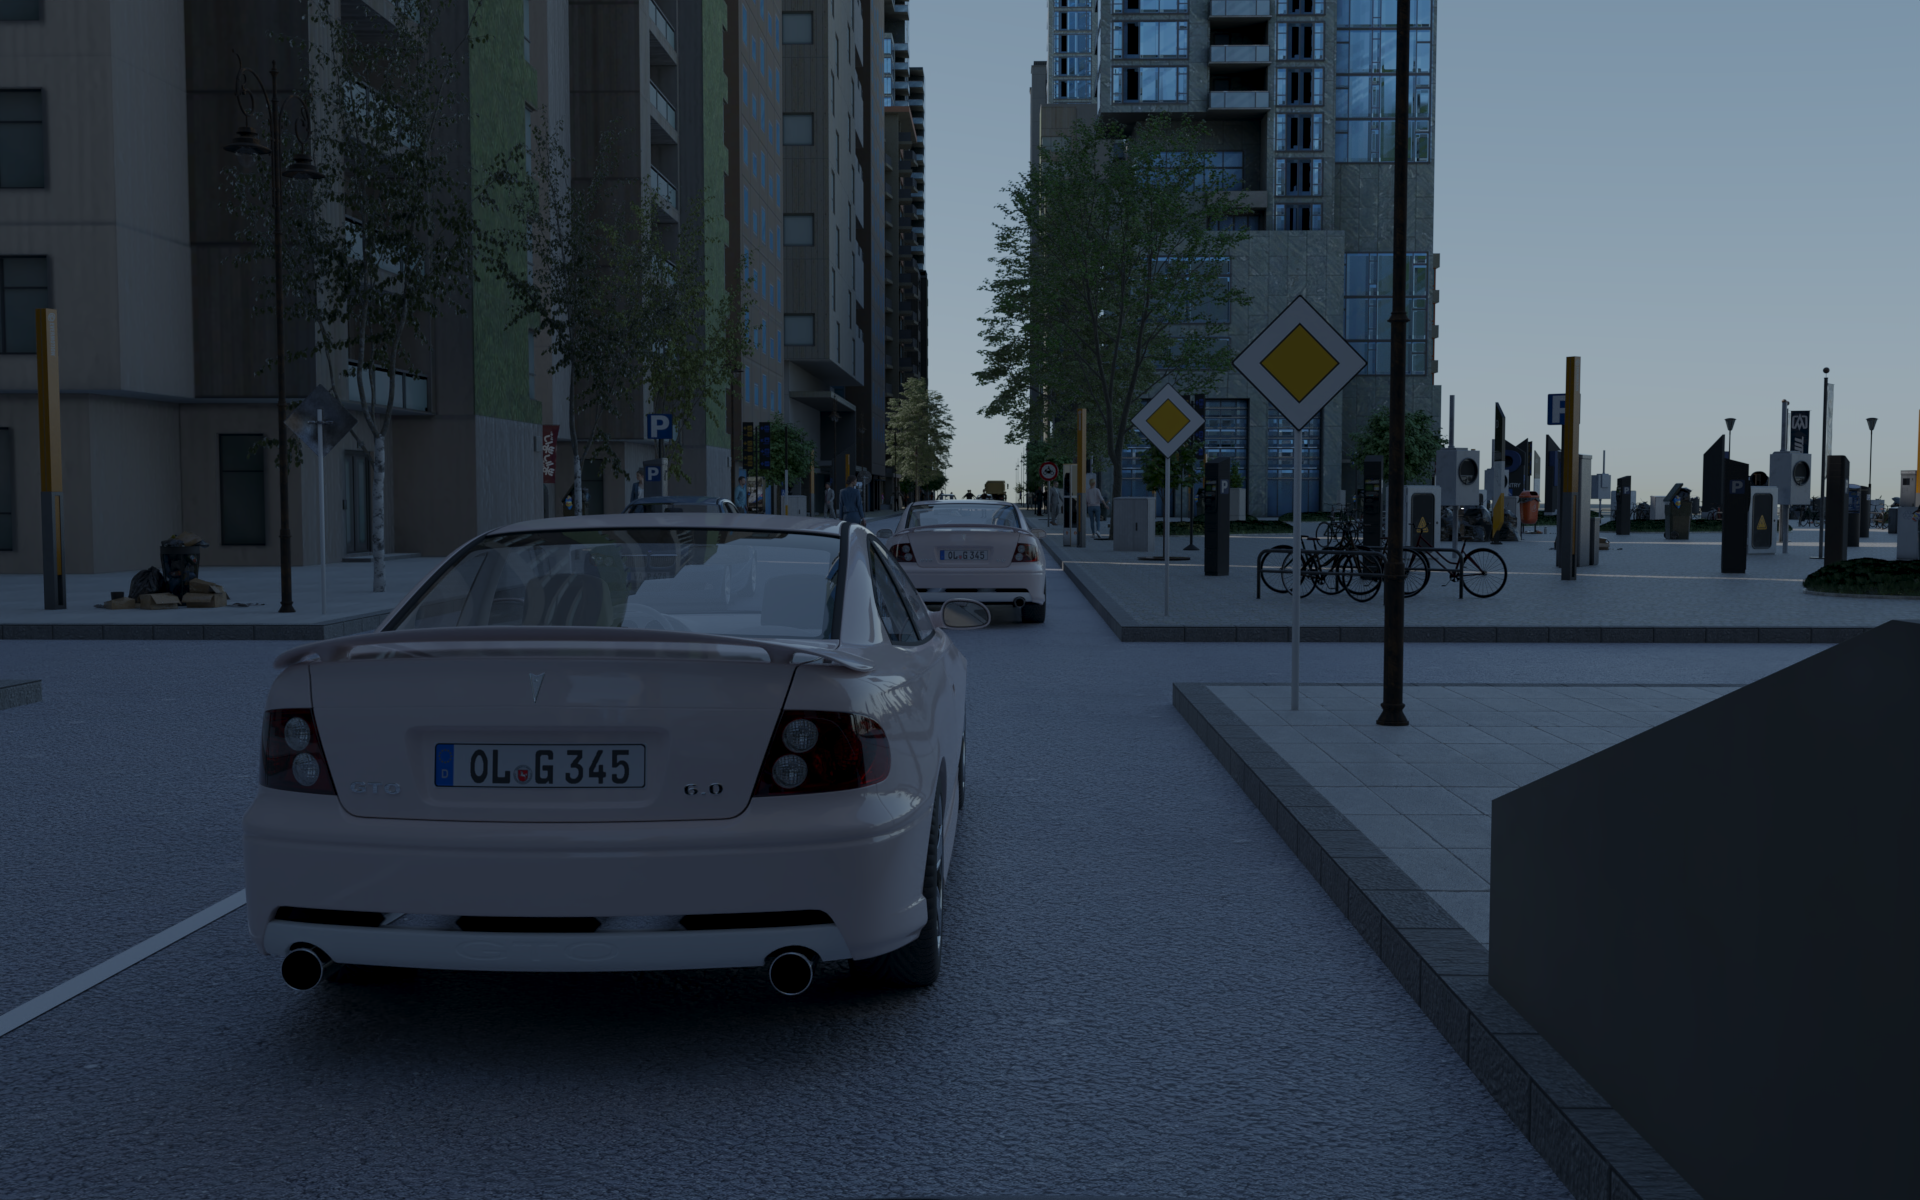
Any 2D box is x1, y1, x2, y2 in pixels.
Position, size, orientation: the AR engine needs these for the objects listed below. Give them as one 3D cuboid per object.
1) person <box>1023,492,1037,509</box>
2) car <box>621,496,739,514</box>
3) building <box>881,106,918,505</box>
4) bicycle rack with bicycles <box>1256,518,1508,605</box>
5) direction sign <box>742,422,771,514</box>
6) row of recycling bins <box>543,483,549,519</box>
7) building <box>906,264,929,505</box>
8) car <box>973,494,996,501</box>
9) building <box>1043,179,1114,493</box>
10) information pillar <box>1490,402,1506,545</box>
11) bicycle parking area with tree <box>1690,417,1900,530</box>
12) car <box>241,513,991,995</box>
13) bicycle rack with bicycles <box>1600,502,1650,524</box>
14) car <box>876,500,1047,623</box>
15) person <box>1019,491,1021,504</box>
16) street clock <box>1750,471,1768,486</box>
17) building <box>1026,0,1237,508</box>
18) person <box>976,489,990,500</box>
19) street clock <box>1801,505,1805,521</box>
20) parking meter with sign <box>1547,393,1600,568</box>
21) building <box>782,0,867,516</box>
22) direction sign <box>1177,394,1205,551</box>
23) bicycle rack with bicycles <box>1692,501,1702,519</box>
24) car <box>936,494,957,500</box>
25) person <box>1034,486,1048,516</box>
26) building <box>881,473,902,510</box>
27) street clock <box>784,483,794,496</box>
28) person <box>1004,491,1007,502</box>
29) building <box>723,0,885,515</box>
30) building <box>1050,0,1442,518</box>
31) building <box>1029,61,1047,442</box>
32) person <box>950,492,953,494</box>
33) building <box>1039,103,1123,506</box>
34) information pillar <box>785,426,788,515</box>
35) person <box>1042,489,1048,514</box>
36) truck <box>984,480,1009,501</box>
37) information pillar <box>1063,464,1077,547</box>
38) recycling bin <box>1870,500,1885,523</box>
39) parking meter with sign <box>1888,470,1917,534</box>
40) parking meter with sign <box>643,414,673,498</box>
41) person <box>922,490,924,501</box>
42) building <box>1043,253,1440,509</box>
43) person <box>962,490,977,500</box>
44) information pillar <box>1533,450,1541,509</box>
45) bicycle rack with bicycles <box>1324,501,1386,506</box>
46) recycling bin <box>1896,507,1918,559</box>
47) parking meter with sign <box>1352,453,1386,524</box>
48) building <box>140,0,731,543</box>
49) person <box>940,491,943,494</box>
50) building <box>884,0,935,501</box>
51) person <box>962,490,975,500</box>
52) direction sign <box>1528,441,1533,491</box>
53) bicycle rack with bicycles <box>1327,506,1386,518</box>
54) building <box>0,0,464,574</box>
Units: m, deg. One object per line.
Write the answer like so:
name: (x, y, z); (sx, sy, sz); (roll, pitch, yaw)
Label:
person: (6.154, -8.944, 152.355); (1.350, 1.814, 0.705); (0, 4, 4)
car: (-3.732, -0.668, 22.918); (2.014, 1.417, 4.499); (0, 3, 0)
building: (-16.057, -32.890, 192.368); (22.147, 44.769, 28.867); (0, 4, 1)
bicycle rack with bicycles: (4.877, -0.490, 21.393); (2.852, 0.926, 2.925); (-3, 5, -44)
direction sign: (-6.393, -3.820, 54.456); (0.876, 3.537, 0.379); (0, 4, 3)
row of recycling bins: (-12.625, -2.350, 45.540); (3.534, 1.692, 1.069); (-2, 4, -26)
building: (-11.210, -27.106, 214.891); (14.160, 30.474, 14.107); (0, 4, 1)
car: (2.150, -8.527, 151.415); (2.014, 1.417, 4.499); (0, 4, 1)
building: (14.773, -23.814, 161.055); (14.160, 30.474, 14.107); (0, 4, 1)
information pillar: (13.669, -3.215, 43.922); (0.183, 3.616, 0.504); (0, 4, -6)
bicycle parking area with tree: (31.561, -4.774, 65.057); (8.231, 4.147, 9.016); (1, 4, 17)
car: (-0.934, 0.362, 6.442); (2.083, 1.381, 4.827); (0, 4, 2)
bicycle rack with bicycles: (28.981, -3.755, 74.775); (2.852, 0.926, 2.925); (-1, 4, -9)
car: (0.022, -0.505, 20.626); (2.083, 1.381, 4.827); (0, 4, 0)
person: (7.619, -13.016, 219.791); (0.436, 1.711, 0.756); (-1, 4, -16)
street clock: (25.096, -3.051, 54.462); (0.471, 2.002, 0.358); (1, 4, 9)
building: (19.315, -54.646, 206.138); (22.319, 86.520, 31.000); (0, 4, 1)
person: (1.380, -5.792, 103.720); (1.217, 1.766, 0.721); (3, 5, 40)
street clock: (39.614, -4.696, 81.348); (0.471, 2.002, 0.358); (2, 4, 27)
parking meter with sign: (10.916, -2.106, 30.693); (0.543, 3.016, 1.738); (2, 4, 35)
building: (-20.203, -31.654, 106.788); (28.713, 52.752, 27.495); (0, 4, 1)
direction sign: (5.279, -2.901, 39.430); (0.379, 3.537, 0.876); (-2, 4, -31)
bicycle rack with bicycles: (38.040, -4.602, 88.628); (2.852, 0.926, 2.925); (-1, 4, -23)
car: (-0.961, -6.844, 121.684); (2.009, 1.686, 4.222); (0, 4, 1)
person: (4.700, -5.842, 101.583); (0.705, 1.821, 1.348); (3, 4, 37)
building: (-21.447, -27.859, 147.381); (32.217, 40.220, 23.993); (0, 4, 1)
street clock: (-8.857, -5.221, 89.936); (0.471, 2.002, 0.358); (1, 4, 13)
person: (5.211, -11.307, 194.201); (0.721, 1.723, 1.217); (0, 4, 1)
building: (-12.936, -29.226, 127.958); (14.600, 45.320, 14.200); (0, 4, 1)
building: (17.311, -48.609, 107.431); (22.319, 86.520, 31.000); (0, 4, 1)
building: (20.049, -42.519, 237.187); (21.231, 58.520, 28.212); (0, 4, 1)
person: (-0.741, -9.781, 169.891); (0.593, 1.643, 0.415); (0, 4, 3)
building: (15.443, -30.643, 184.612); (14.154, 41.232, 14.086); (0, 4, 1)
information pillar: (-5.991, -4.186, 59.788); (0.183, 3.616, 0.504); (0, 4, -5)
person: (5.516, -6.479, 112.792); (0.721, 1.723, 1.217); (-3, 4, -38)
truck: (5.009, -15.063, 242.195); (3.469, 3.379, 9.791); (0, 4, 3)
information pillar: (2.722, -2.308, 42.235); (0.304, 2.012, 0.304); (-2, 4, -35)
recycling bin: (41.270, -4.016, 78.210); (0.722, 1.027, 0.722); (1, 4, 15)
parking meter with sign: (30.501, -3.617, 55.398); (0.543, 3.016, 1.738); (-1, 4, -14)
parking meter with sign: (-6.503, -2.483, 36.859); (0.543, 3.016, 1.738); (0, 4, -1)
person: (-4.319, -11.562, 195.811); (0.721, 1.736, 1.217); (-2, 4, -24)
building: (20.906, -17.994, 139.239); (27.650, 21.520, 28.899); (0, 4, 1)
person: (0.849, -8.365, 145.400); (1.348, 1.807, 0.705); (1, 4, 13)
information pillar: (30.816, -6.190, 92.560); (0.504, 3.616, 0.183); (-3, 4, -36)
bicycle rack with bicycles: (15.462, -3.324, 67.736); (2.852, 0.926, 2.925); (2, 4, 23)
recycling bin: (18.869, -1.316, 34.066); (0.722, 1.027, 0.722); (2, 4, 33)
parking meter with sign: (16.896, -4.551, 70.678); (1.738, 3.016, 0.543); (-1, 4, -19)
building: (-15.421, -22.686, 54.506); (14.154, 41.232, 14.086); (0, 4, 1)
person: (-2.526, -13.757, 231.912); (0.436, 1.711, 0.756); (-3, 5, -41)
building: (-14.399, -56.474, 236.023); (22.319, 86.520, 31.000); (0, 4, 1)
person: (0.807, -9.849, 169.156); (1.348, 1.869, 0.705); (-1, 4, -9)
direction sign: (24.422, -5.031, 74.256); (0.379, 3.537, 0.876); (1, 4, 9)
bicycle rack with bicycles: (9.863, -1.725, 41.578); (2.925, 0.926, 2.852); (-1, 4, -18)
building: (-16.880, -21.339, 32.490); (14.154, 41.232, 14.086); (0, 4, 1)
